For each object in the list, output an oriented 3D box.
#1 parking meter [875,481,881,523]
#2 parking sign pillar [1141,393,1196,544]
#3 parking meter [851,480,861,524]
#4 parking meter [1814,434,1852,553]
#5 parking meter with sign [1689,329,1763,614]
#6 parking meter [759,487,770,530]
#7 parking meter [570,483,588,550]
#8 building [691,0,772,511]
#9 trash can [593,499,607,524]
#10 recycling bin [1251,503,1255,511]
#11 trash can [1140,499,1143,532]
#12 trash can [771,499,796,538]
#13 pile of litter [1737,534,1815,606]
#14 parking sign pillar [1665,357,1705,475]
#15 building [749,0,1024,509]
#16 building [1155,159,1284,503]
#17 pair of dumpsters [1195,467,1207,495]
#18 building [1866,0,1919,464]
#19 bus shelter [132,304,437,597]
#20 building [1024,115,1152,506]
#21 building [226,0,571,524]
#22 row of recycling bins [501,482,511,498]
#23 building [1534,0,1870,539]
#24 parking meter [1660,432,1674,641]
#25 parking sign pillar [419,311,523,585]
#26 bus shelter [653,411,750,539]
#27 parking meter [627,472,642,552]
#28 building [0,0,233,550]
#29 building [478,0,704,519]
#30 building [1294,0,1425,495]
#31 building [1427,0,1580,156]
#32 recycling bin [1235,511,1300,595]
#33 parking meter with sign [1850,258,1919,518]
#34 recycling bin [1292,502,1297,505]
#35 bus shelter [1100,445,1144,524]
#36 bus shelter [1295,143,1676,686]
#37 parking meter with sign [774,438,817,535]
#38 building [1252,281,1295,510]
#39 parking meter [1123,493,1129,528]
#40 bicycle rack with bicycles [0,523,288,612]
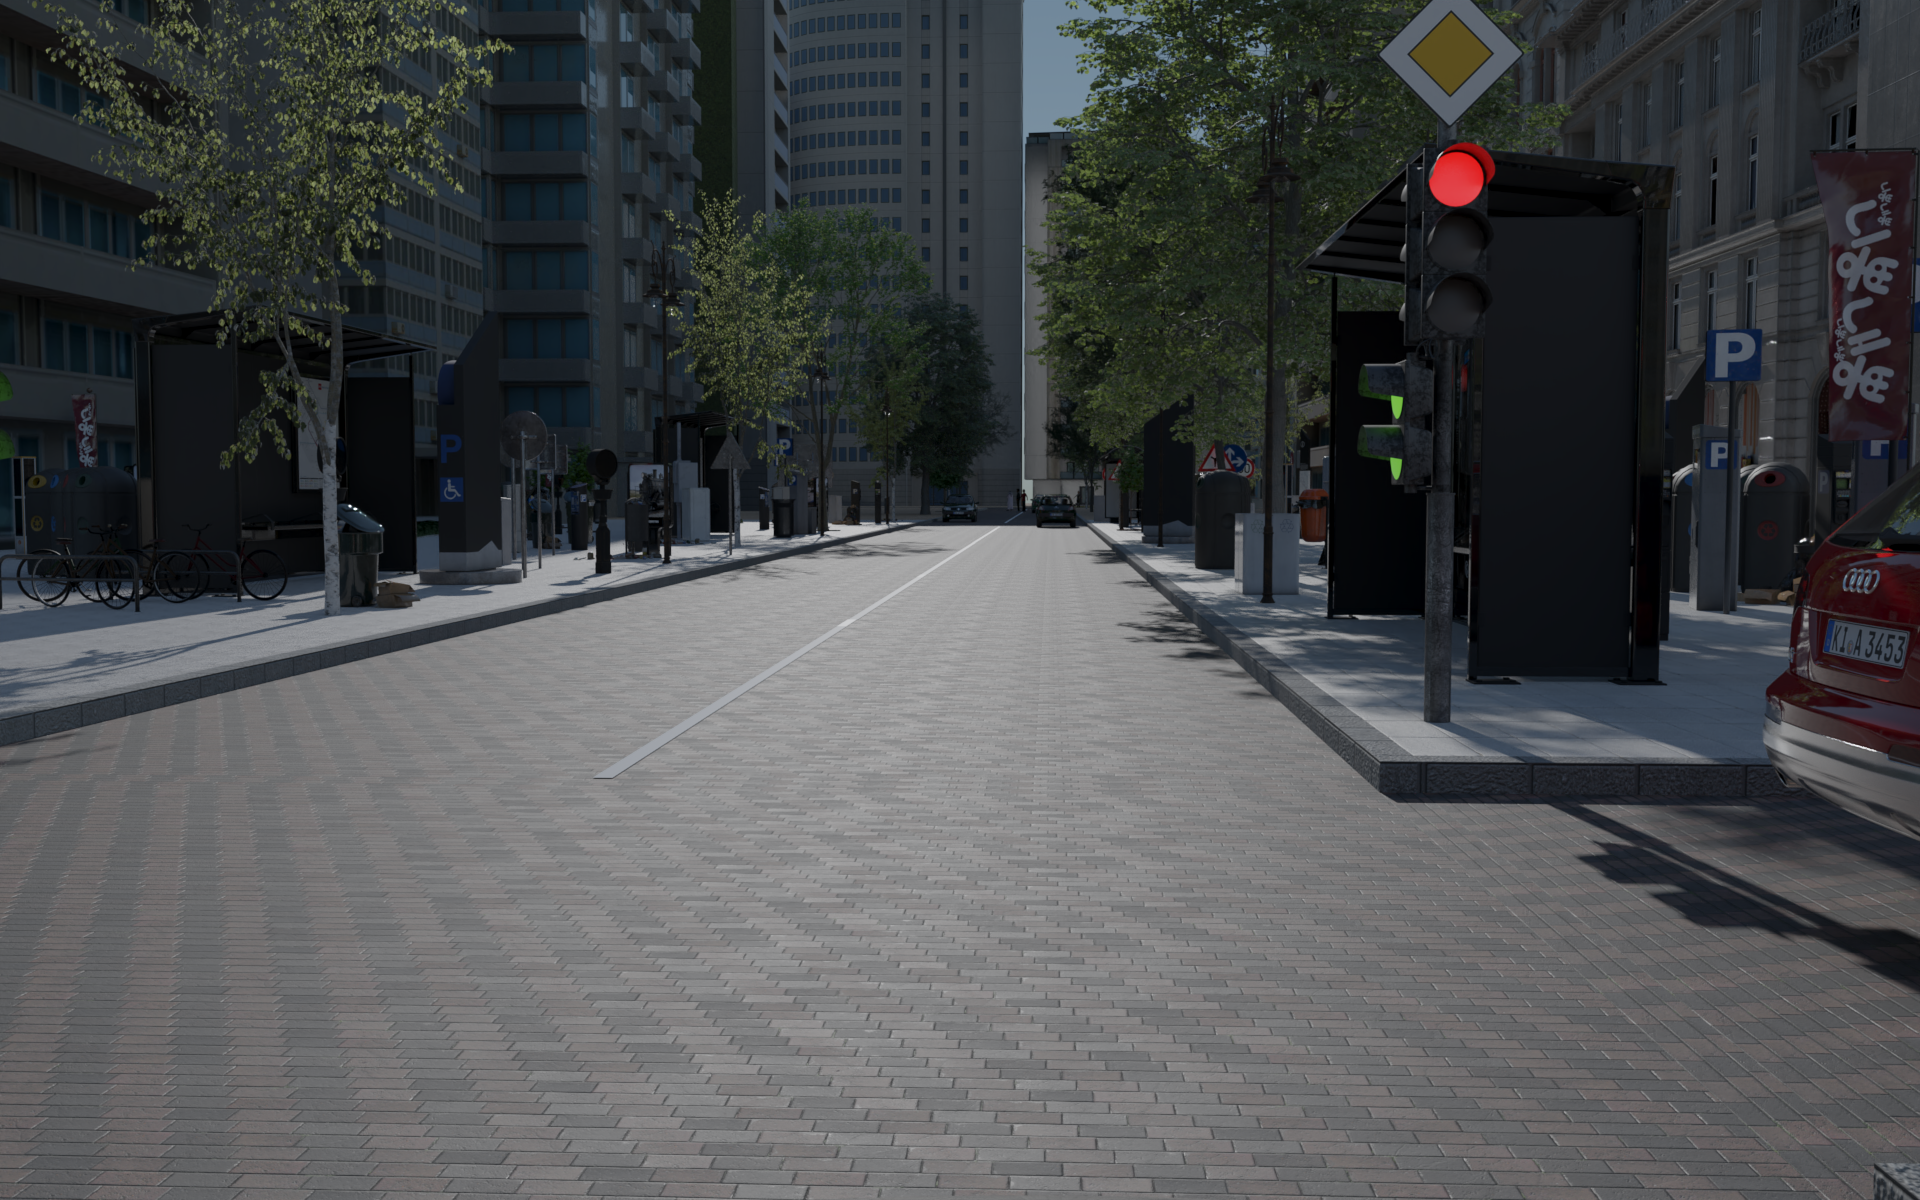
[{"bbox_3d":[-3.593,-4.295,75.941,0.255,1.863,0.399,0,4,3],"label":"parking meter"},{"bbox_3d":[5.457,-3.464,45.101,1.447,3.967,1.447,1,4,17],"label":"parking sign pillar"},{"bbox_3d":[-4.399,-4.131,73.259,0.399,1.863,0.255,0,4,6],"label":"parking meter"},{"bbox_3d":[8.466,-0.674,16.736,0.255,1.863,0.399,0,4,1],"label":"parking meter"},{"bbox_3d":[8.411,-1.404,19.209,0.543,3.016,1.738,1,4,16],"label":"parking meter with sign"},{"bbox_3d":[-7.079,-3.316,62.633,0.372,1.533,0.369,0,3,0],"label":"parking meter"},{"bbox_3d":[-8.705,-1.907,39.584,0.372,1.533,0.369,0,3,0],"label":"parking meter"},{"bbox_3d":[-28.036,-36.400,137.133,28.212,58.520,21.231,0,4,3],"label":"building"},{"bbox_3d":[-15.526,-3.854,74.661,0.748,1.137,0.748,0,3,0],"label":"trash can"},{"bbox_3d":[7.918,-2.256,49.433,0.722,1.027,0.722,-2,4,-29],"label":"recycling bin"},{"bbox_3d":[6.093,-2.673,55.363,0.748,1.137,0.748,0,3,0],"label":"trash can"},{"bbox_3d":[-5.171,-2.392,50.762,0.748,1.137,0.748,0,3,0],"label":"trash can"},{"bbox_3d":[9.714,-0.376,20.120,1.176,0.858,1.719,1,4,8],"label":"pile of litter"},{"bbox_3d":[14.062,-2.776,33.862,1.447,3.967,1.447,-3,5,-44],"label":"parking sign pillar"},{"bbox_3d":[-7.106,-39.753,191.966,28.212,58.520,21.231,0,4,3],"label":"building"},{"bbox_3d":[33.433,-30.851,196.288,23.993,40.220,32.217,0,4,3],"label":"building"},{"bbox_3d":[8.633,-3.746,63.744,1.574,2.255,4.437,0,4,3],"label":"pair of dumpsters"},{"bbox_3d":[33.358,-12.779,28.008,30.058,24.678,14.314,0,4,3],"label":"building"},{"bbox_3d":[-9.345,-2.040,24.644,1.731,3.624,6.357,0,4,3],"label":"bus shelter"},{"bbox_3d":[14.001,-30.928,189.270,14.086,41.232,14.154,0,4,3],"label":"building"},{"bbox_3d":[-33.290,-23.104,69.627,32.217,40.220,23.993,0,4,3],"label":"building"},{"bbox_3d":[-15.903,-3.125,58.203,3.534,1.692,1.069,3,5,44],"label":"row of recycling bins"},{"bbox_3d":[25.870,-12.613,48.028,13.314,21.916,24.055,0,4,3],"label":"building"},{"bbox_3d":[6.077,-0.582,15.233,0.255,1.863,0.399,0,4,5],"label":"parking meter"},{"bbox_3d":[-7.086,-2.234,25.002,1.447,3.967,1.447,0,4,7],"label":"parking sign pillar"},{"bbox_3d":[-7.665,-3.709,51.931,1.731,3.624,6.357,0,4,3],"label":"bus shelter"},{"bbox_3d":[-7.220,-2.007,38.520,0.255,1.863,0.399,-2,4,-35],"label":"parking meter"},{"bbox_3d":[-31.607,-25.319,37.667,21.300,48.544,21.600,0,4,3],"label":"building"},{"bbox_3d":[-27.806,-29.477,101.559,23.786,49.044,30.456,0,4,3],"label":"building"},{"bbox_3d":[32.420,-29.340,103.412,21.300,48.544,21.600,0,4,3],"label":"building"},{"bbox_3d":[27.800,-17.378,71.517,14.401,28.519,23.554,0,4,3],"label":"building"},{"bbox_3d":[3.962,-0.600,22.369,0.722,1.027,0.722,0,4,0],"label":"recycling bin"},{"bbox_3d":[7.314,-1.066,13.683,0.543,3.016,1.738,2,4,25],"label":"parking meter with sign"},{"bbox_3d":[10.345,-2.560,54.403,0.722,1.027,0.722,3,5,44],"label":"recycling bin"},{"bbox_3d":[7.064,-4.906,74.131,2.014,3.302,5.546,0,4,3],"label":"bus shelter"},{"bbox_3d":[4.123,-1.432,14.690,1.731,3.624,6.357,0,4,3],"label":"bus shelter"},{"bbox_3d":[-5.127,-3.586,54.892,0.543,3.016,1.738,2,4,23],"label":"parking meter with sign"},{"bbox_3d":[37.670,-17.450,130.342,27.650,21.520,28.899,0,4,3],"label":"building"},{"bbox_3d":[6.349,-3.715,66.449,0.255,1.863,0.399,1,4,9],"label":"parking meter"},{"bbox_3d":[-9.732,-0.407,20.034,2.925,0.926,2.852,1,4,14],"label":"bicycle rack with bicycles"}]
